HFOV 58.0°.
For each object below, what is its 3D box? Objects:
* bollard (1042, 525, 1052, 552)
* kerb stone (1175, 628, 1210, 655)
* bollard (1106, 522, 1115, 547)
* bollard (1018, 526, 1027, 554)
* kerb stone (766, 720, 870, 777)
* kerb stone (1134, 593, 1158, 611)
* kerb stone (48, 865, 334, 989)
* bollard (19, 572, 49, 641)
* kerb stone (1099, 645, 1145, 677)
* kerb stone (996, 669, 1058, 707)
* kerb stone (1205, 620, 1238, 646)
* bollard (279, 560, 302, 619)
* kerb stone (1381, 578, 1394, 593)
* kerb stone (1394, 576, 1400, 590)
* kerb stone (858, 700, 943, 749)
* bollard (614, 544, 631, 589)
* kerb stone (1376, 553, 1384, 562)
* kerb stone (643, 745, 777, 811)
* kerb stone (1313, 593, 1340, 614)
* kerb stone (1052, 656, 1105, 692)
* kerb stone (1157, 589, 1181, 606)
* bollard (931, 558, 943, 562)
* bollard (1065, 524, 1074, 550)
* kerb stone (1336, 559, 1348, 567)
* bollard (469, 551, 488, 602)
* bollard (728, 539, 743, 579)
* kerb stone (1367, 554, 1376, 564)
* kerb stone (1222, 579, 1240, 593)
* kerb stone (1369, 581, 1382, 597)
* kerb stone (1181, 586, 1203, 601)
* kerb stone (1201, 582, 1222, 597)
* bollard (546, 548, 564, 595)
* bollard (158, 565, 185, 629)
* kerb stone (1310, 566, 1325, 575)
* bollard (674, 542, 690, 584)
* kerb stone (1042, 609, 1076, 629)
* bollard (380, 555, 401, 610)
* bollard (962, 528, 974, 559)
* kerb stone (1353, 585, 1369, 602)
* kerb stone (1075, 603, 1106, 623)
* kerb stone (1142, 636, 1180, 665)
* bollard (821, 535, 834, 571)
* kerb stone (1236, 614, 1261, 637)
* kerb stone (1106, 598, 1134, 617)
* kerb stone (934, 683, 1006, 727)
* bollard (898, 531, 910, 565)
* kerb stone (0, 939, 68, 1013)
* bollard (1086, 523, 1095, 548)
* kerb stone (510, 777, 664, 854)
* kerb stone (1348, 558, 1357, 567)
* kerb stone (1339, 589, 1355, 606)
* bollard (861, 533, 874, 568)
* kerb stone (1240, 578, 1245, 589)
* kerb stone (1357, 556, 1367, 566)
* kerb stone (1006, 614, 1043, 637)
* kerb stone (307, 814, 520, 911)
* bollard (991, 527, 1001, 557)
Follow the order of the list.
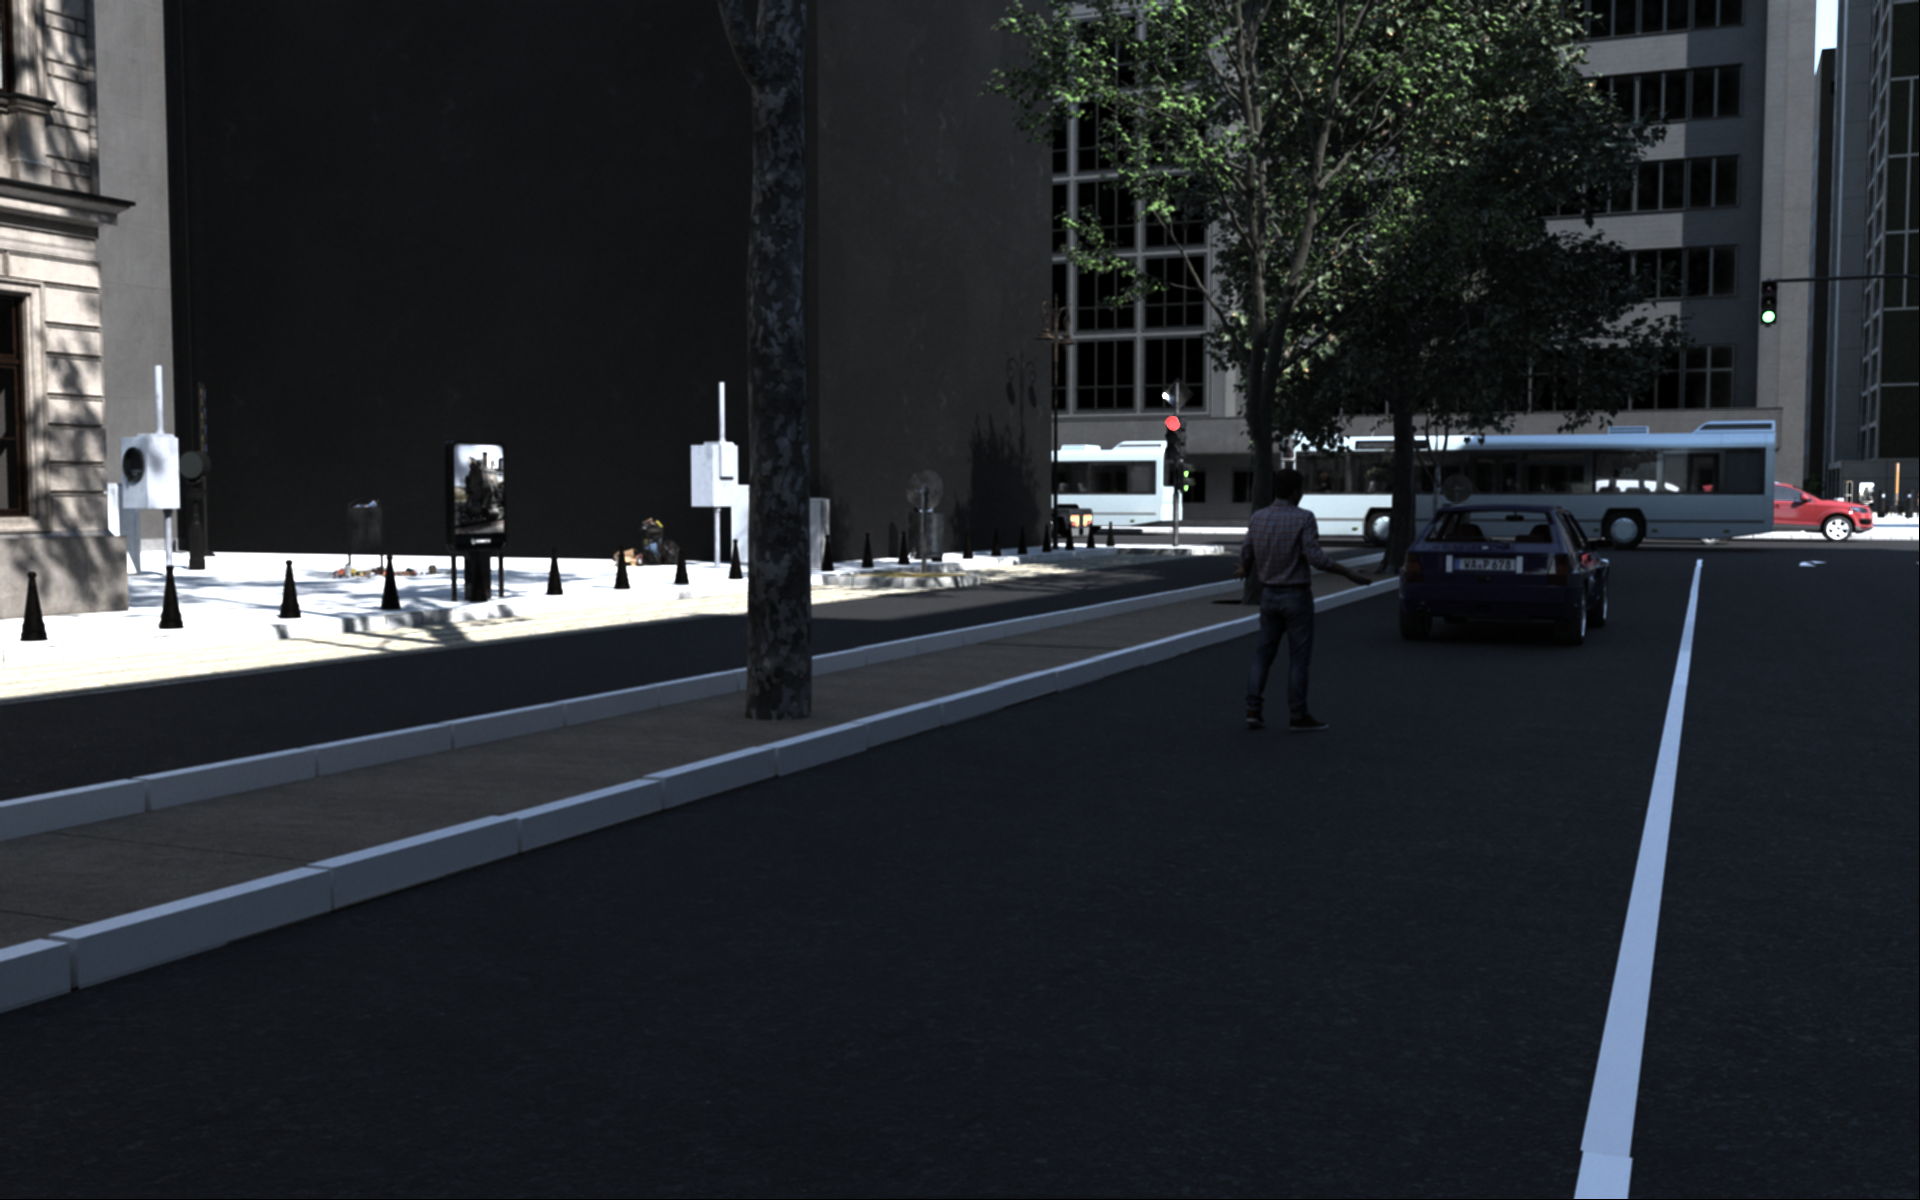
[{"bbox_3d":[1.924,-1.365,38.358,0.229,0.601,0.229,0,3,0],"label":"bollard"},{"bbox_3d":[2.073,0.388,15.850,0.120,0.150,1.000,2,4,23],"label":"kerb stone"},{"bbox_3d":[3.691,-1.615,42.448,0.229,0.601,0.229,0,3,0],"label":"bollard"},{"bbox_3d":[1.336,-1.282,36.998,0.229,0.601,0.229,0,3,0],"label":"bollard"},{"bbox_3d":[-0.774,0.794,9.256,0.120,0.150,1.000,2,4,23],"label":"kerb stone"},{"bbox_3d":[2.222,0.045,21.479,0.120,0.150,1.000,2,4,23],"label":"kerb stone"},{"bbox_3d":[-2.406,1.024,5.488,0.120,0.150,1.000,2,4,23],"label":"kerb stone"},{"bbox_3d":[-8.120,0.053,15.170,0.229,0.601,0.229,0,3,0],"label":"bollard"},{"bbox_3d":[1.261,0.503,13.968,0.120,0.150,1.000,2,4,23],"label":"kerb stone"},{"bbox_3d":[0.438,0.618,12.087,0.120,0.150,1.000,2,4,23],"label":"kerb stone"},{"bbox_3d":[2.485,0.331,16.796,0.120,0.150,1.000,2,4,23],"label":"kerb stone"},{"bbox_3d":[-6.935,-0.115,17.917,0.229,0.601,0.229,0,3,0],"label":"bollard"},{"bbox_3d":[6.157,-0.189,25.278,0.120,0.150,1.000,2,4,23],"label":"kerb stone"},{"bbox_3d":[6.566,-0.246,26.217,0.120,0.150,1.000,2,4,23],"label":"kerb stone"},{"bbox_3d":[-0.372,0.734,10.198,0.120,0.150,1.000,2,4,23],"label":"kerb stone"},{"bbox_3d":[-4.564,-0.449,23.375,0.229,0.601,0.229,0,3,0],"label":"bollard"},{"bbox_3d":[8.754,-0.878,36.550,0.120,0.150,1.000,2,4,23],"label":"kerb stone"},{"bbox_3d":[-1.189,0.849,8.315,0.120,0.150,1.000,2,4,23],"label":"kerb stone"},{"bbox_3d":[4.530,0.046,21.508,0.120,0.150,1.000,2,4,23],"label":"kerb stone"},{"bbox_3d":[0.856,0.563,13.023,0.120,0.150,1.000,2,4,23],"label":"kerb stone"},{"bbox_3d":[2.629,-0.014,22.419,0.120,0.150,1.000,2,4,23],"label":"kerb stone"},{"bbox_3d":[-0.435,-1.032,32.920,0.229,0.601,0.229,0,3,0],"label":"bollard"},{"bbox_3d":[2.518,-1.449,39.726,0.229,0.601,0.229,0,3,0],"label":"bollard"},{"bbox_3d":[7.135,-0.648,32.785,0.120,0.150,1.000,2,4,23],"label":"kerb stone"},{"bbox_3d":[-5.747,-0.282,20.653,0.229,0.601,0.229,0,3,0],"label":"bollard"},{"bbox_3d":[-3.384,-0.616,26.111,0.229,0.601,0.229,0,3,0],"label":"bollard"},{"bbox_3d":[8.349,-0.820,35.609,0.120,0.150,1.000,2,4,23],"label":"kerb stone"},{"bbox_3d":[3.864,-0.187,25.245,0.120,0.150,1.000,2,4,23],"label":"kerb stone"},{"bbox_3d":[5.747,-0.128,24.333,0.120,0.150,1.000,2,4,23],"label":"kerb stone"},{"bbox_3d":[3.046,-0.069,23.366,0.120,0.150,1.000,2,4,23],"label":"kerb stone"},{"bbox_3d":[3.448,-0.129,24.309,0.120,0.150,1.000,2,4,23],"label":"kerb stone"},{"bbox_3d":[-5.155,-0.365,22.013,0.229,0.601,0.229,0,3,0],"label":"bollard"},{"bbox_3d":[-7.535,-0.030,16.531,0.229,0.601,0.229,0,3,0],"label":"bollard"},{"bbox_3d":[6.316,-0.532,30.900,0.120,0.150,1.000,2,4,23],"label":"kerb stone"},{"bbox_3d":[-3.978,-0.532,24.737,0.229,0.601,0.229,0,3,0],"label":"bollard"},{"bbox_3d":[0.996,0.220,18.650,0.120,0.150,1.000,2,4,23],"label":"kerb stone"},{"bbox_3d":[-6.343,-0.198,19.276,0.229,0.601,0.229,0,3,0],"label":"bollard"},{"bbox_3d":[0.157,-1.115,34.278,0.229,0.601,0.229,0,3,0],"label":"bollard"},{"bbox_3d":[5.344,-0.073,23.391,0.120,0.150,1.000,2,4,23],"label":"kerb stone"},{"bbox_3d":[1.411,0.163,19.593,0.120,0.150,1.000,2,4,23],"label":"kerb stone"},{"bbox_3d":[1.673,0.446,14.906,0.120,0.150,1.000,2,4,23],"label":"kerb stone"},{"bbox_3d":[-2.206,-0.782,28.831,0.229,0.601,0.229,0,3,0],"label":"bollard"},{"bbox_3d":[2.892,0.279,17.736,0.120,0.150,1.000,2,4,23],"label":"kerb stone"},{"bbox_3d":[1.820,0.101,20.536,0.120,0.150,1.000,2,4,23],"label":"kerb stone"},{"bbox_3d":[0.040,0.678,11.141,0.120,0.150,1.000,2,4,23],"label":"kerb stone"},{"bbox_3d":[-1.023,-0.949,31.559,0.229,0.601,0.229,0,3,0],"label":"bollard"},{"bbox_3d":[-2.813,1.087,4.547,0.120,0.150,1.000,2,4,23],"label":"kerb stone"},{"bbox_3d":[3.105,-1.532,41.087,0.229,0.601,0.229,0,3,0],"label":"bollard"},{"bbox_3d":[-1.599,0.917,7.376,0.120,0.150,1.000,2,4,23],"label":"kerb stone"},{"bbox_3d":[7.537,-0.703,33.727,0.120,0.150,1.000,2,4,23],"label":"kerb stone"},{"bbox_3d":[4.934,-0.012,22.450,0.120,0.150,1.000,2,4,23],"label":"kerb stone"},{"bbox_3d":[-1.613,-0.866,30.200,0.229,0.601,0.229,0,3,0],"label":"bollard"},{"bbox_3d":[4.268,-0.245,26.196,0.120,0.150,1.000,2,4,23],"label":"kerb stone"},{"bbox_3d":[7.939,-0.762,34.670,0.120,0.150,1.000,2,4,23],"label":"kerb stone"},{"bbox_3d":[0.591,0.275,17.702,0.120,0.150,1.000,2,4,23],"label":"kerb stone"},{"bbox_3d":[-2.008,0.964,6.432,0.120,0.150,1.000,2,4,23],"label":"kerb stone"},{"bbox_3d":[0.744,-1.199,35.639,0.229,0.601,0.229,0,3,0],"label":"bollard"}]
